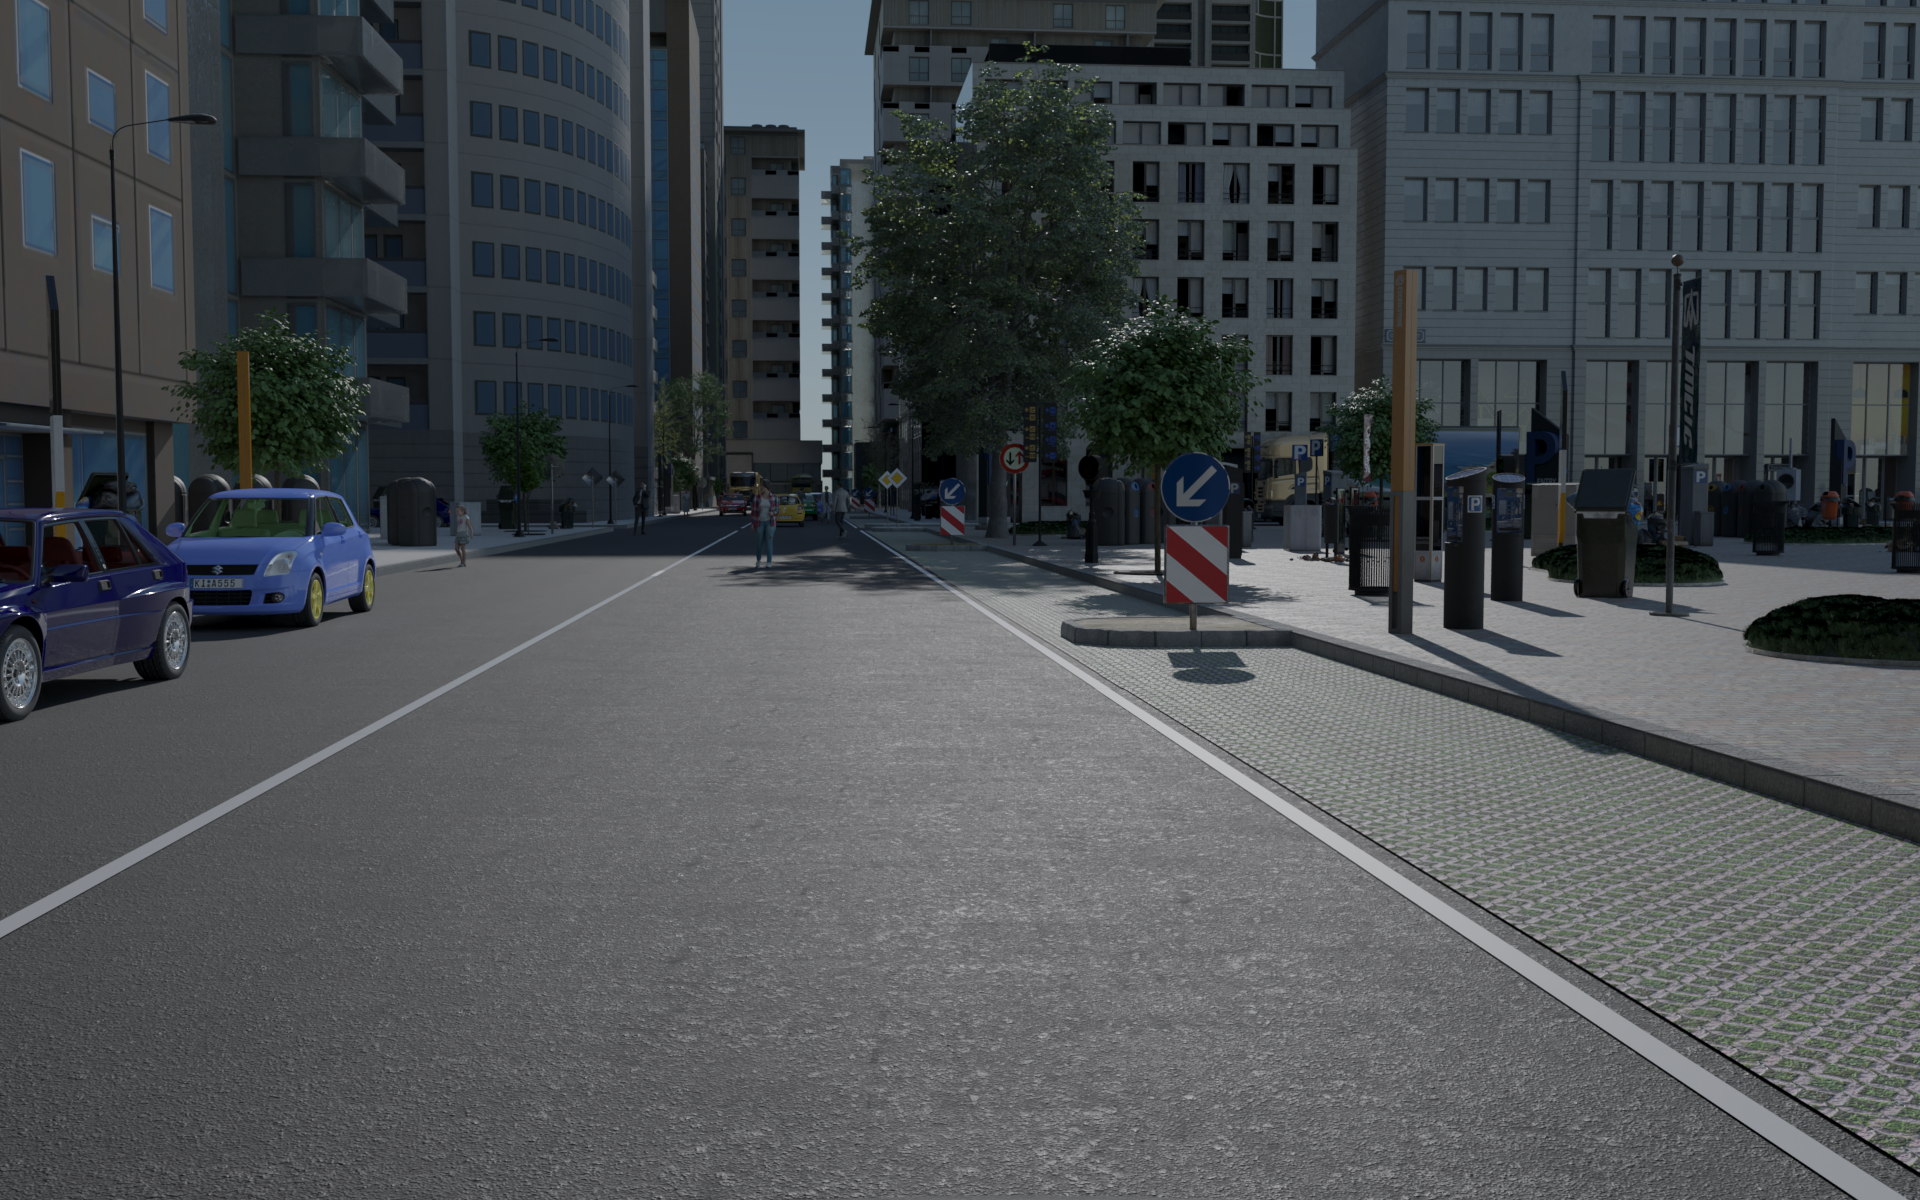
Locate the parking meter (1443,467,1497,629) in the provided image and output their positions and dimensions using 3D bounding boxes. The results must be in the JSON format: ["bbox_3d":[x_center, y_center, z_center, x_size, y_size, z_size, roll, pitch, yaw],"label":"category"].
[{"bbox_3d":[4.819,-0.497,16.537,0.372,1.533,0.369,0,3,0],"label":"parking meter"}]

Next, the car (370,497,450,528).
[{"bbox_3d":[-22.271,-3.490,69.640,3.894,1.354,1.945,0,4,-7],"label":"car"}]

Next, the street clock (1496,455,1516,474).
[{"bbox_3d":[10.020,-1.667,31.828,0.358,2.002,0.471,0,4,0],"label":"street clock"}]

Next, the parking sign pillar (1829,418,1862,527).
[{"bbox_3d":[31.593,-4.497,61.994,1.447,3.967,1.447,-3,5,-42],"label":"parking sign pillar"}]

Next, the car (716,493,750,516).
[{"bbox_3d":[-14.926,-6.413,113.896,2.155,1.783,4.494,0,4,-7],"label":"car"}]

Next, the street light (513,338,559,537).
[{"bbox_3d":[-12.598,-4.829,51.496,1.470,5.913,1.316,0,4,-5],"label":"street light"}]

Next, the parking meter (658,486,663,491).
[{"bbox_3d":[-21.658,-7.323,125.435,0.399,1.863,0.255,1,4,9],"label":"parking meter"}]

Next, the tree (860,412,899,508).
[{"bbox_3d":[-7.130,-12.551,155.579,4.360,8.622,3.978,0,3,0],"label":"tree"}]

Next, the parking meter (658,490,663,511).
[{"bbox_3d":[-19.857,-6.508,114.817,0.372,1.533,0.369,0,3,0],"label":"parking meter"}]

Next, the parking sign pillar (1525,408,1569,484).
[{"bbox_3d":[18.125,-3.979,53.536,1.447,3.967,1.447,-2,4,-35],"label":"parking sign pillar"}]

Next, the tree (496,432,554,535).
[{"bbox_3d":[-13.624,-3.634,54.017,1.663,3.219,1.824,0,3,0],"label":"tree"}]

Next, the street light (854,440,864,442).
[{"bbox_3d":[-8.404,-10.800,149.128,1.470,5.913,1.316,0,4,-5],"label":"street light"}]

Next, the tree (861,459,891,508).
[{"bbox_3d":[-7.859,-10.966,163.002,4.285,4.588,4.351,0,3,0],"label":"tree"}]

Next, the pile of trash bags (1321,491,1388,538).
[{"bbox_3d":[12.131,-2.616,52.518,1.912,1.369,3.447,2,4,25],"label":"pile of trash bags"}]

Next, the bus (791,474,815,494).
[{"bbox_3d":[-19.137,-13.386,210.404,2.896,3.916,12.252,0,4,-4],"label":"bus"}]

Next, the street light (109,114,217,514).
[{"bbox_3d":[-9.781,-2.980,21.269,1.470,5.913,1.316,0,4,-5],"label":"street light"}]

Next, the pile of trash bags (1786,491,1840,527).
[{"bbox_3d":[27.735,-2.872,56.705,1.912,1.369,3.447,0,4,-3],"label":"pile of trash bags"}]

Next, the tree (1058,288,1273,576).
[{"bbox_3d":[3.272,-2.695,27.777,4.285,4.588,4.351,0,3,0],"label":"tree"}]

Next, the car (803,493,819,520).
[{"bbox_3d":[-8.736,-5.295,95.372,1.959,1.807,4.718,0,4,-5],"label":"car"}]

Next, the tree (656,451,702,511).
[{"bbox_3d":[-21.114,-8.955,130.122,4.285,4.588,4.351,0,3,0],"label":"tree"}]

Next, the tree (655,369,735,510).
[{"bbox_3d":[-22.273,-13.327,143.651,9.928,11.665,9.643,0,3,0],"label":"tree"}]

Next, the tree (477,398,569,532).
[{"bbox_3d":[-14.888,-4.623,59.306,4.285,4.588,4.351,0,3,0],"label":"tree"}]

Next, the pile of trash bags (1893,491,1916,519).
[{"bbox_3d":[53.024,-5.419,98.361,1.912,1.369,3.447,1,4,13],"label":"pile of trash bags"}]

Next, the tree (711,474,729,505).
[{"bbox_3d":[-23.576,-10.716,169.806,1.663,3.219,1.824,0,3,0],"label":"tree"}]

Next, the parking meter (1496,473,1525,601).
[{"bbox_3d":[6.586,-0.759,20.826,0.372,1.533,0.369,0,3,0],"label":"parking meter"}]

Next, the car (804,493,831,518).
[{"bbox_3d":[-8.816,-5.892,105.920,1.945,1.707,3.694,0,4,-5],"label":"car"}]

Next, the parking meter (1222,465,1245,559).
[{"bbox_3d":[5.438,-1.759,34.478,0.399,1.863,0.255,0,4,-6],"label":"parking meter"}]

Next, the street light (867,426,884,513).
[{"bbox_3d":[-5.648,-8.951,118.895,1.470,5.913,1.316,0,4,-5],"label":"street light"}]

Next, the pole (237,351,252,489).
[{"bbox_3d":[-10.263,-1.898,24.884,0.158,3.312,0.155,0,3,0],"label":"pole"}]

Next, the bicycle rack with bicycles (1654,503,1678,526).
[{"bbox_3d":[27.967,-3.209,65.857,2.852,0.926,2.925,0,4,2],"label":"bicycle rack with bicycles"}]

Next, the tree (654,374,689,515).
[{"bbox_3d":[-18.760,-9.567,106.777,4.360,8.622,3.978,0,3,0],"label":"tree"}]

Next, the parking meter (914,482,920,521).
[{"bbox_3d":[-2.055,-4.721,82.901,0.255,1.863,0.399,1,4,9],"label":"parking meter"}]

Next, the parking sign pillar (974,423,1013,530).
[{"bbox_3d":[1.242,-4.515,62.285,1.447,3.967,1.447,3,5,42],"label":"parking sign pillar"}]

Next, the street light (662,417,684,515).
[{"bbox_3d":[-17.195,-8.025,103.744,1.470,5.913,1.316,0,4,-5],"label":"street light"}]

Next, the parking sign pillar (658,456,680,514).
[{"bbox_3d":[-18.811,-7.544,111.814,1.447,3.967,1.447,0,4,-2],"label":"parking sign pillar"}]

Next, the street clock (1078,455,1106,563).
[{"bbox_3d":[2.449,-1.690,32.199,0.471,2.002,0.358,3,4,37],"label":"street clock"}]

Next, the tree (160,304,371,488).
[{"bbox_3d":[-11.976,-2.834,30.058,4.285,4.588,4.351,0,3,0],"label":"tree"}]

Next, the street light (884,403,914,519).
[{"bbox_3d":[-2.966,-7.102,88.655,1.470,5.913,1.316,0,4,-5],"label":"street light"}]

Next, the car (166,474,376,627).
[{"bbox_3d":[-7.893,-0.621,19.743,1.945,1.707,3.694,0,4,-6],"label":"car"}]

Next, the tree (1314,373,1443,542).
[{"bbox_3d":[11.372,-3.878,47.117,4.285,4.588,4.351,0,3,0],"label":"tree"}]

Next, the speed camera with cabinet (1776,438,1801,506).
[{"bbox_3d":[28.707,-4.111,61.554,2.038,3.252,0.660,3,5,41],"label":"speed camera with cabinet"}]

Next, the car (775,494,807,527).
[{"bbox_3d":[-7.762,-4.065,76.694,2.015,1.641,3.980,0,4,-6],"label":"car"}]

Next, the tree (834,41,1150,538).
[{"bbox_3d":[1.094,-8.807,50.654,9.857,13.997,8.962,0,3,0],"label":"tree"}]

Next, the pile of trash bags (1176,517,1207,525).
[{"bbox_3d":[5.962,-2.481,50.309,3.447,1.369,1.912,0,4,-3],"label":"pile of trash bags"}]

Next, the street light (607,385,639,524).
[{"bbox_3d":[-14.315,-6.176,73.523,1.470,5.913,1.316,0,4,-5],"label":"street light"}]

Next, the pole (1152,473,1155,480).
[{"bbox_3d":[8.522,-5.027,76.028,0.158,3.312,0.155,0,3,0],"label":"pole"}]

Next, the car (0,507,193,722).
[{"bbox_3d":[-6.848,0.031,12.072,1.945,1.354,3.894,0,4,-3],"label":"car"}]

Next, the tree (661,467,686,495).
[{"bbox_3d":[-20.038,-7.746,121.252,1.663,3.219,1.824,0,3,0],"label":"tree"}]

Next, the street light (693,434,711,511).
[{"bbox_3d":[-19.962,-9.874,133.976,1.470,5.913,1.316,0,4,-5],"label":"street light"}]
